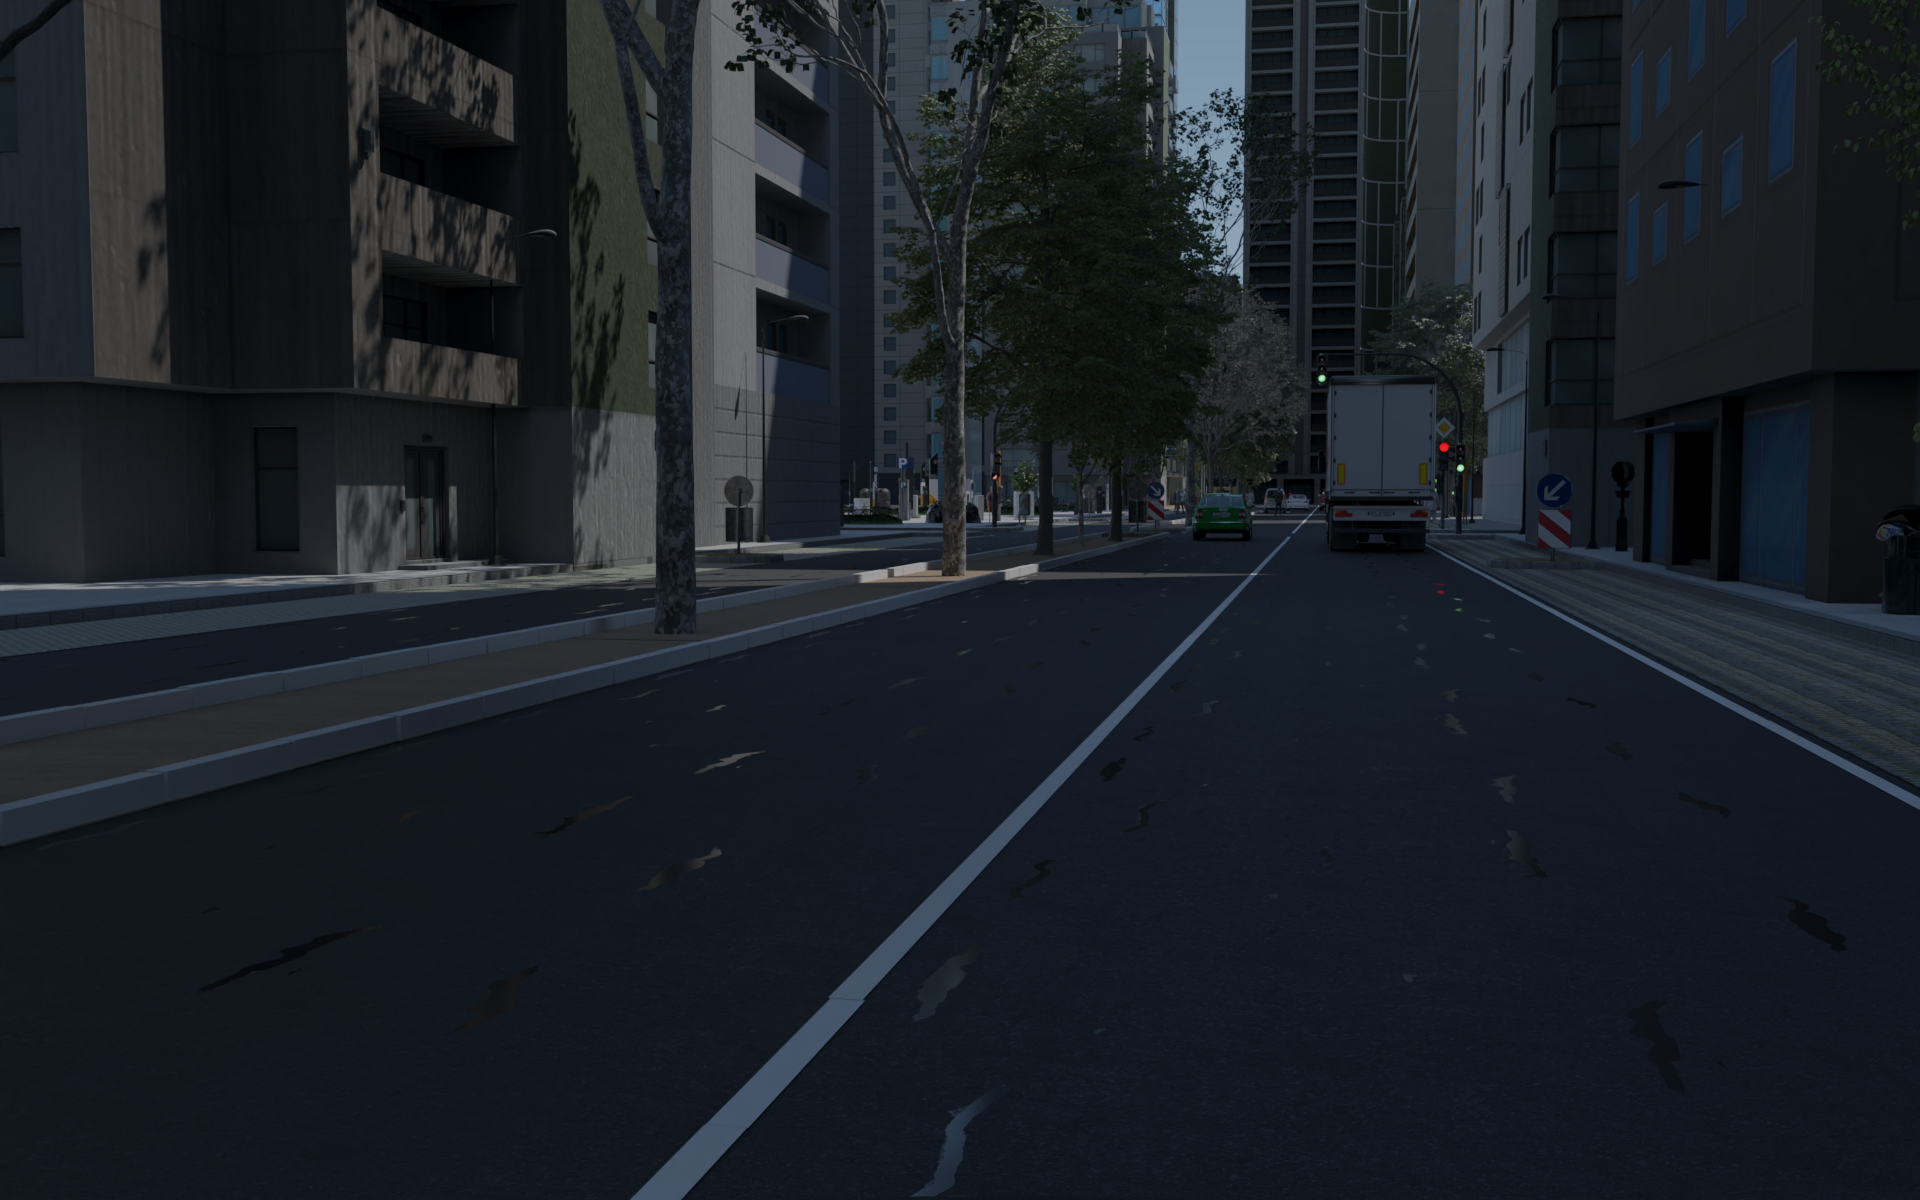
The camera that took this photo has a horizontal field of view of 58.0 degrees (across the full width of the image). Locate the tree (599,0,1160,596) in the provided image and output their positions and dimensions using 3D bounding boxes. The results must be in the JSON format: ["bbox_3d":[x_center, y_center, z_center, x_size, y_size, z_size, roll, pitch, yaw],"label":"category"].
[{"bbox_3d":[-1.115,-10.536,30.608,12.611,20.169,13.585,0,3,0],"label":"tree"}]

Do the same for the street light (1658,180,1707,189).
[{"bbox_3d":[11.016,-3.250,25.674,1.470,5.913,1.316,1,4,12],"label":"street light"}]

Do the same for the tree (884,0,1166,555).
[{"bbox_3d":[1.969,-7.337,40.541,7.486,12.596,7.792,0,3,0],"label":"tree"}]

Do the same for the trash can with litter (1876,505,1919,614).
[{"bbox_3d":[10.157,-0.450,18.740,0.624,1.170,1.055,1,4,18],"label":"trash can with litter"}]

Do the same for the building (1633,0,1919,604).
[{"bbox_3d":[17.982,-22.875,24.111,14.600,45.320,14.200,1,4,12],"label":"building"}]

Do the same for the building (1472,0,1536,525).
[{"bbox_3d":[36.151,-29.531,72.064,27.495,52.752,28.713,1,4,12],"label":"building"}]

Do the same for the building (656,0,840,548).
[{"bbox_3d":[-18.363,-31.119,50.801,28.212,58.520,21.231,1,4,12],"label":"building"}]

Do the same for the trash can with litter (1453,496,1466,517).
[{"bbox_3d":[27.947,-5.218,96.701,0.624,1.170,1.055,-1,4,-17],"label":"trash can with litter"}]

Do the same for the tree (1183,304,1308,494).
[{"bbox_3d":[18.683,-12.635,115.691,9.857,13.997,8.962,0,3,0],"label":"tree"}]

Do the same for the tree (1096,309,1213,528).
[{"bbox_3d":[7.581,-6.924,66.022,4.360,8.622,3.978,0,3,0],"label":"tree"}]

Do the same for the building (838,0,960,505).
[{"bbox_3d":[-11.748,-47.305,211.694,20.611,71.187,20.563,1,4,12],"label":"building"}]

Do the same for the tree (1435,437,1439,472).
[{"bbox_3d":[35.209,-11.063,131.242,4.360,8.622,3.978,0,3,0],"label":"tree"}]

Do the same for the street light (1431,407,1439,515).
[{"bbox_3d":[25.151,-7.258,91.207,1.470,5.913,1.316,1,4,12],"label":"street light"}]

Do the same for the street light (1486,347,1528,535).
[{"bbox_3d":[17.348,-5.036,54.880,1.470,5.913,1.316,1,4,12],"label":"street light"}]

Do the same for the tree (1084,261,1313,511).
[{"bbox_3d":[13.029,-10.803,89.460,12.009,13.543,11.850,0,3,0],"label":"tree"}]

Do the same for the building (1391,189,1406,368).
[{"bbox_3d":[48.826,-24.037,164.709,14.160,30.474,14.107,1,4,12],"label":"building"}]

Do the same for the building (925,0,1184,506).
[{"bbox_3d":[9.613,-33.731,171.108,23.786,49.044,30.456,1,4,12],"label":"building"}]

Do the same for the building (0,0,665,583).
[{"bbox_3d":[-14.417,-15.823,30.407,14.160,30.474,14.107,1,4,12],"label":"building"}]

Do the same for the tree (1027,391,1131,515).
[{"bbox_3d":[7.568,-10.591,107.582,7.601,10.594,8.767,1,4,9],"label":"tree"}]

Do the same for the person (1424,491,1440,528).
[{"bbox_3d":[18.039,-3.527,66.045,0.514,1.842,0.818,-2,4,-31],"label":"person"}]

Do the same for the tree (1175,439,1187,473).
[{"bbox_3d":[25.077,-14.503,187.485,4.737,8.622,4.395,0,3,0],"label":"tree"}]

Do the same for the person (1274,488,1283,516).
[{"bbox_3d":[20.710,-6.391,112.775,0.659,1.850,0.755,-1,4,-12],"label":"person"}]

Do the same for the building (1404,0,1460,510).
[{"bbox_3d":[48.916,-31.927,145.711,21.300,48.544,21.600,1,4,12],"label":"building"}]

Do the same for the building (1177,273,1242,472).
[{"bbox_3d":[30.128,-28.041,230.179,14.107,30.474,14.160,1,4,12],"label":"building"}]

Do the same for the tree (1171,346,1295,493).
[{"bbox_3d":[15.523,-10.100,102.003,8.767,10.594,7.601,1,4,12],"label":"tree"}]

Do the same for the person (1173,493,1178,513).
[{"bbox_3d":[16.483,-7.528,131.761,0.721,1.800,0.419,-3,5,-40],"label":"person"}]

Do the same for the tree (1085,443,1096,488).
[{"bbox_3d":[10.339,-10.615,123.911,4.360,8.622,3.978,0,3,0],"label":"tree"}]

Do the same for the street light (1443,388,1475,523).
[{"bbox_3d":[21.998,-6.337,76.154,1.470,5.913,1.316,1,4,12],"label":"street light"}]

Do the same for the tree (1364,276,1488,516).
[{"bbox_3d":[28.066,-11.772,99.121,9.857,13.997,8.962,0,3,0],"label":"tree"}]

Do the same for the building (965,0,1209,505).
[{"bbox_3d":[13.643,-54.655,206.284,31.000,86.520,22.319,1,4,12],"label":"building"}]

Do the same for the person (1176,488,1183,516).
[{"bbox_3d":[14.178,-6.312,111.885,0.526,1.800,0.537,2,4,32],"label":"person"}]

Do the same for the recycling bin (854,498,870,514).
[{"bbox_3d":[-5.902,-5.595,104.037,0.722,1.027,0.722,-2,4,-33],"label":"recycling bin"}]

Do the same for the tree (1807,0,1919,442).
[{"bbox_3d":[9.763,-3.927,14.563,4.737,8.622,4.395,0,3,0],"label":"tree"}]

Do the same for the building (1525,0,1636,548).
[{"bbox_3d":[22.495,-16.790,46.214,14.160,30.474,14.107,1,4,12],"label":"building"}]

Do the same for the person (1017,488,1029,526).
[{"bbox_3d":[2.792,-4.087,76.325,0.522,1.701,0.512,2,4,34],"label":"person"}]

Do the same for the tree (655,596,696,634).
[{"bbox_3d":[-3.925,-9.779,18.234,12.611,20.169,13.585,0,3,0],"label":"tree"}]

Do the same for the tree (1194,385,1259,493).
[{"bbox_3d":[16.962,-9.501,108.154,4.737,8.622,4.395,0,3,0],"label":"tree"}]

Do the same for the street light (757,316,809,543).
[{"bbox_3d":[-4.620,-4.450,45.306,1.470,5.913,1.316,1,4,12],"label":"street light"}]

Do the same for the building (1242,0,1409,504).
[{"bbox_3d":[48.196,-48.337,228.557,20.611,71.187,20.563,1,4,12],"label":"building"}]

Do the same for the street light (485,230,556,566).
[{"bbox_3d":[-7.777,-3.557,30.701,1.470,5.913,1.316,1,4,12],"label":"street light"}]

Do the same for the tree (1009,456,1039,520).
[{"bbox_3d":[3.107,-5.649,86.967,1.663,3.219,1.824,0,3,0],"label":"tree"}]

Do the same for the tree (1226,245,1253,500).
[{"bbox_3d":[4.713,-8.077,52.635,7.486,12.596,7.792,0,3,0],"label":"tree"}]

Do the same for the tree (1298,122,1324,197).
[{"bbox_3d":[9.055,-13.330,76.292,12.611,20.169,13.585,0,3,0],"label":"tree"}]

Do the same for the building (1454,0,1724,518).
[{"bbox_3d":[39.965,-28.293,112.698,14.600,45.320,14.200,1,4,12],"label":"building"}]

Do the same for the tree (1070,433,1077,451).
[{"bbox_3d":[12.600,-13.583,132.452,12.009,13.543,11.850,0,3,0],"label":"tree"}]

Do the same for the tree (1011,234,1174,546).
[{"bbox_3d":[3.286,-5.743,46.720,4.737,8.622,4.395,0,3,0],"label":"tree"}]

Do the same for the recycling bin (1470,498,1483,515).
[{"bbox_3d":[31.770,-5.736,106.337,0.722,1.027,0.722,0,4,6],"label":"recycling bin"}]

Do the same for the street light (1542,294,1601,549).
[{"bbox_3d":[14.213,-4.142,40.271,1.470,5.913,1.316,1,4,12],"label":"street light"}]

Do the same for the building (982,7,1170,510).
[{"bbox_3d":[10.138,-28.424,148.331,14.154,41.232,14.086,1,4,12],"label":"building"}]

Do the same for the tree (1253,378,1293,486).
[{"bbox_3d":[20.283,-12.462,124.345,7.486,12.596,7.792,0,3,0],"label":"tree"}]

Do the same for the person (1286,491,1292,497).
[{"bbox_3d":[38.737,-11.938,203.618,1.348,1.831,0.705,0,4,-3],"label":"person"}]

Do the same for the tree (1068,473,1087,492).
[{"bbox_3d":[9.698,-8.928,140.574,1.663,3.219,1.824,0,3,0],"label":"tree"}]

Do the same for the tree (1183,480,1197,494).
[{"bbox_3d":[25.437,-12.156,193.350,1.663,3.219,1.824,0,3,0],"label":"tree"}]

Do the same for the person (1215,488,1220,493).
[{"bbox_3d":[15.790,-5.940,105.804,0.709,1.800,0.728,2,4,28],"label":"person"}]

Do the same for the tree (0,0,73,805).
[{"bbox_3d":[-4.732,-4.823,7.063,9.928,11.665,9.643,0,3,0],"label":"tree"}]
